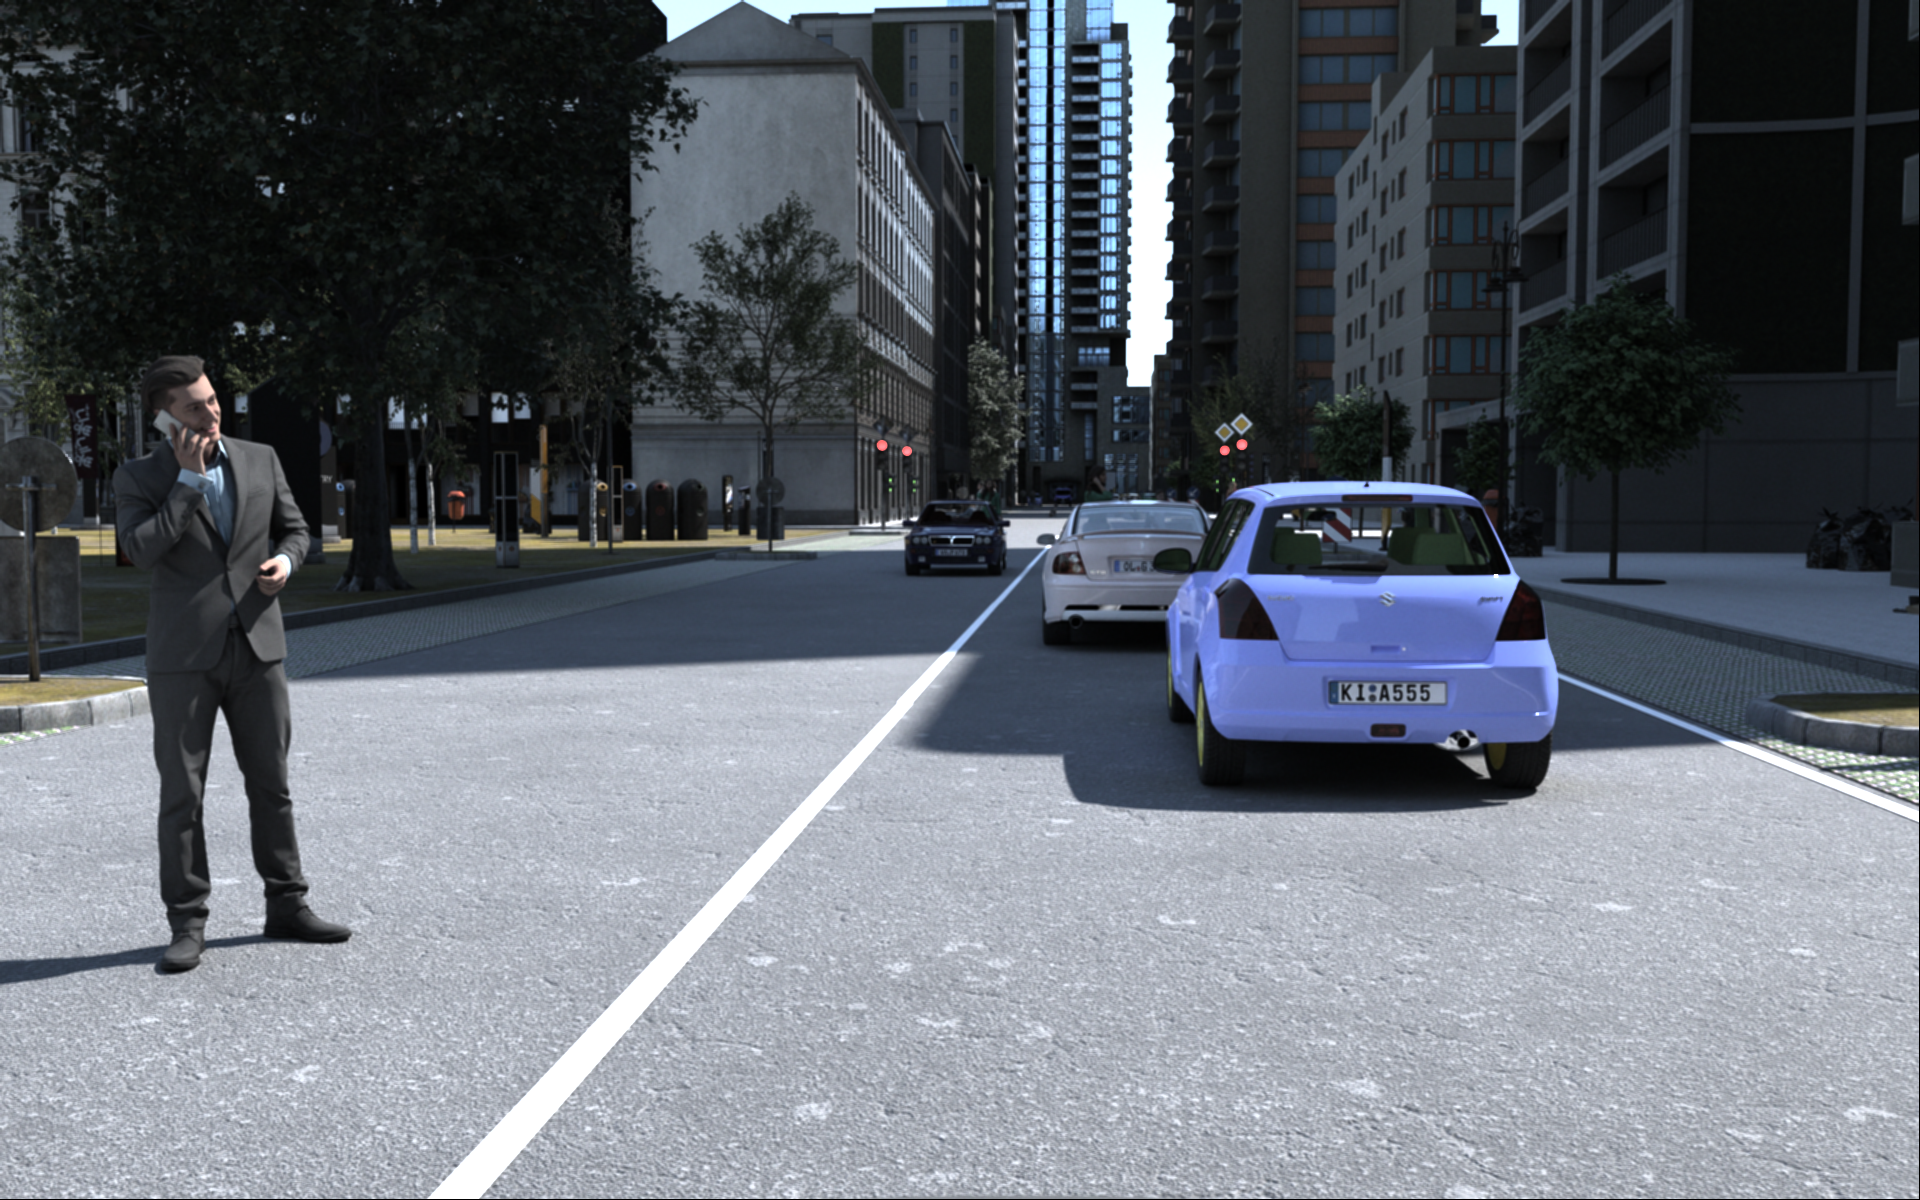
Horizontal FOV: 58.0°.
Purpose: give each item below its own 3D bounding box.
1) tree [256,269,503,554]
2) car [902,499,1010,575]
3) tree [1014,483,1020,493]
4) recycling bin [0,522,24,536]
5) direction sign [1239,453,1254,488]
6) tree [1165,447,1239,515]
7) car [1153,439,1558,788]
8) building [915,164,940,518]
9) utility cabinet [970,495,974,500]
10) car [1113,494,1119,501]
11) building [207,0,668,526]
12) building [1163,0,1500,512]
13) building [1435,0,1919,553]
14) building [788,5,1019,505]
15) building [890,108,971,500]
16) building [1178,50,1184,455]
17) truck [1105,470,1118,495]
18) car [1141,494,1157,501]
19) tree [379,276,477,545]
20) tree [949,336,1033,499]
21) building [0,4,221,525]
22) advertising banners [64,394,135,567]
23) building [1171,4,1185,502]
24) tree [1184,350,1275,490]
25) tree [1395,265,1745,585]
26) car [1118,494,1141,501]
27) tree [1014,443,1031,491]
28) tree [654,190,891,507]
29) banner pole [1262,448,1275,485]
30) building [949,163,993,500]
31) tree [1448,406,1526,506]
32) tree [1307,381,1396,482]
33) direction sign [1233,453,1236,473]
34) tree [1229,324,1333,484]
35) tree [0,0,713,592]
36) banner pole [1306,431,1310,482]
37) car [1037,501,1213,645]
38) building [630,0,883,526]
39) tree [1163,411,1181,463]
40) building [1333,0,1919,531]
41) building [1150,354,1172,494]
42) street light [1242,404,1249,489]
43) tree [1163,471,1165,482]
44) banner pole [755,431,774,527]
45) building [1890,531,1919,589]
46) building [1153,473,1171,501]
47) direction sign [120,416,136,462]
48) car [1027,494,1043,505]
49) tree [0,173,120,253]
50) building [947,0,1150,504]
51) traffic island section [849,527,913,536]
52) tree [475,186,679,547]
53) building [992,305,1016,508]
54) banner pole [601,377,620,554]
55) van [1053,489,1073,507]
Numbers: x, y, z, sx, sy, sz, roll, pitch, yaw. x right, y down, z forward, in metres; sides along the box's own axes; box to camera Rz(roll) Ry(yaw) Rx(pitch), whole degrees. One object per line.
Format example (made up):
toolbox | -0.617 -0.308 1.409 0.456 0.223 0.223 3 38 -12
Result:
tree | -11.512 -5.299 37.005 4.737 8.622 4.395 0 3 0
car | -0.041 -1.174 31.777 1.945 1.354 3.894 0 4 3
tree | 5.842 -12.455 198.235 1.663 3.219 1.824 0 3 0
recycling bin | -20.967 -1.573 38.276 0.722 1.027 0.722 0 4 -4
direction sign | 15.657 -6.257 94.303 0.876 3.537 0.379 -3 4 -37
tree | 16.141 -7.668 109.083 4.285 4.588 4.351 0 3 0
car | 2.083 -0.011 9.776 1.945 1.707 3.694 0 4 3
building | -6.806 -15.134 96.595 9.793 20.994 18.267 0 4 4
utility cabinet | 0.910 -7.604 135.493 0.306 1.237 1.020 0 4 6
car | 12.210 -7.790 139.366 2.014 1.417 4.499 0 4 6
building | -21.954 -15.044 75.644 15.834 23.373 12.332 0 4 4
building | 26.365 -28.889 126.959 22.147 44.769 28.867 0 4 4
building | 23.818 -36.779 39.587 20.563 71.187 20.611 0 4 4
building | -7.200 -40.827 209.518 28.212 58.520 21.231 0 4 4
building | -7.203 -19.828 117.692 14.314 27.812 24.014 0 4 4
building | 27.675 -31.260 161.206 14.600 45.320 14.200 0 4 4
truck | 17.273 -13.193 204.615 2.839 4.237 11.283 0 4 5
car | 17.152 -9.057 156.876 1.959 1.807 4.718 0 4 3
tree | -13.263 -5.656 42.842 4.360 8.622 3.978 0 3 0
tree | 0.627 -14.183 138.550 9.857 13.997 8.962 0 3 0
building | -40.232 -15.148 76.542 19.941 23.489 11.050 0 4 4
advertising banners | -14.751 -2.117 30.794 2.074 3.025 0.090 -3 4 -38
building | 32.866 -39.121 181.628 21.231 58.520 28.212 0 4 4
tree | 13.778 -8.418 88.004 4.737 8.622 4.395 0 3 0
tree | 9.405 -2.528 25.045 4.285 4.588 4.351 0 3 0
car | 10.518 -5.950 107.505 2.015 1.641 3.980 0 4 4
tree | 5.672 -14.739 191.347 4.360 8.622 3.978 0 3 0
tree | -5.597 -7.223 52.505 7.601 10.594 8.767 -2 4 -24
banner pole | 16.650 -6.310 93.182 0.863 3.779 0.401 0 4 -1
building | -4.574 -23.219 151.339 14.160 30.474 14.107 0 4 4
tree | 11.664 -2.673 38.302 1.663 3.219 1.824 0 3 0
tree | 11.667 -4.086 50.514 4.285 4.588 4.351 0 3 0
direction sign | 15.549 -6.385 96.392 0.876 3.537 0.379 3 5 41
tree | 13.697 -7.633 75.155 4.360 8.622 3.978 0 3 0
tree | -8.000 -6.480 22.955 9.611 12.733 9.660 0 3 0
banner pole | 13.685 -4.782 68.195 0.401 3.779 0.863 1 4 12
car | 1.810 -0.332 17.792 2.083 1.381 4.827 0 4 4
building | -8.025 -14.021 78.402 9.793 20.994 18.267 0 4 4
tree | 19.377 -12.235 150.403 4.360 8.622 3.978 0 3 0
building | 33.720 -14.362 79.855 28.899 21.520 27.650 0 4 4
building | 41.184 -24.093 238.963 28.899 21.520 27.650 0 4 4
street light | 13.475 -6.694 82.228 0.468 5.910 1.993 0 4 4
tree | 18.765 -9.901 145.600 4.285 4.588 4.351 0 3 0
banner pole | -7.735 -4.802 68.530 0.863 3.779 0.401 -2 4 -31
building | 25.689 -9.977 8.162 27.650 21.520 28.899 0 4 4
building | 33.847 -46.933 205.605 20.563 71.187 20.611 0 4 4
direction sign | -24.113 -3.563 50.250 0.876 3.537 0.379 3 5 39
car | 9.022 -12.179 208.720 1.945 1.707 3.694 0 4 4
tree | -17.460 -5.212 35.578 4.737 8.622 4.395 0 3 0
building | 10.350 -56.516 236.708 31.000 86.520 22.319 0 4 4
traffic island section | -2.718 -2.366 60.965 2.009 0.180 2.903 0 4 4
tree | -8.816 -5.587 41.705 4.360 8.622 3.978 0 3 0
building | -8.863 -20.119 173.988 27.650 21.520 28.899 0 4 4
banner pole | -7.525 -2.891 37.287 0.401 3.779 0.863 0 4 -6
van | 11.574 -11.619 194.351 2.240 2.365 5.245 0 4 4
